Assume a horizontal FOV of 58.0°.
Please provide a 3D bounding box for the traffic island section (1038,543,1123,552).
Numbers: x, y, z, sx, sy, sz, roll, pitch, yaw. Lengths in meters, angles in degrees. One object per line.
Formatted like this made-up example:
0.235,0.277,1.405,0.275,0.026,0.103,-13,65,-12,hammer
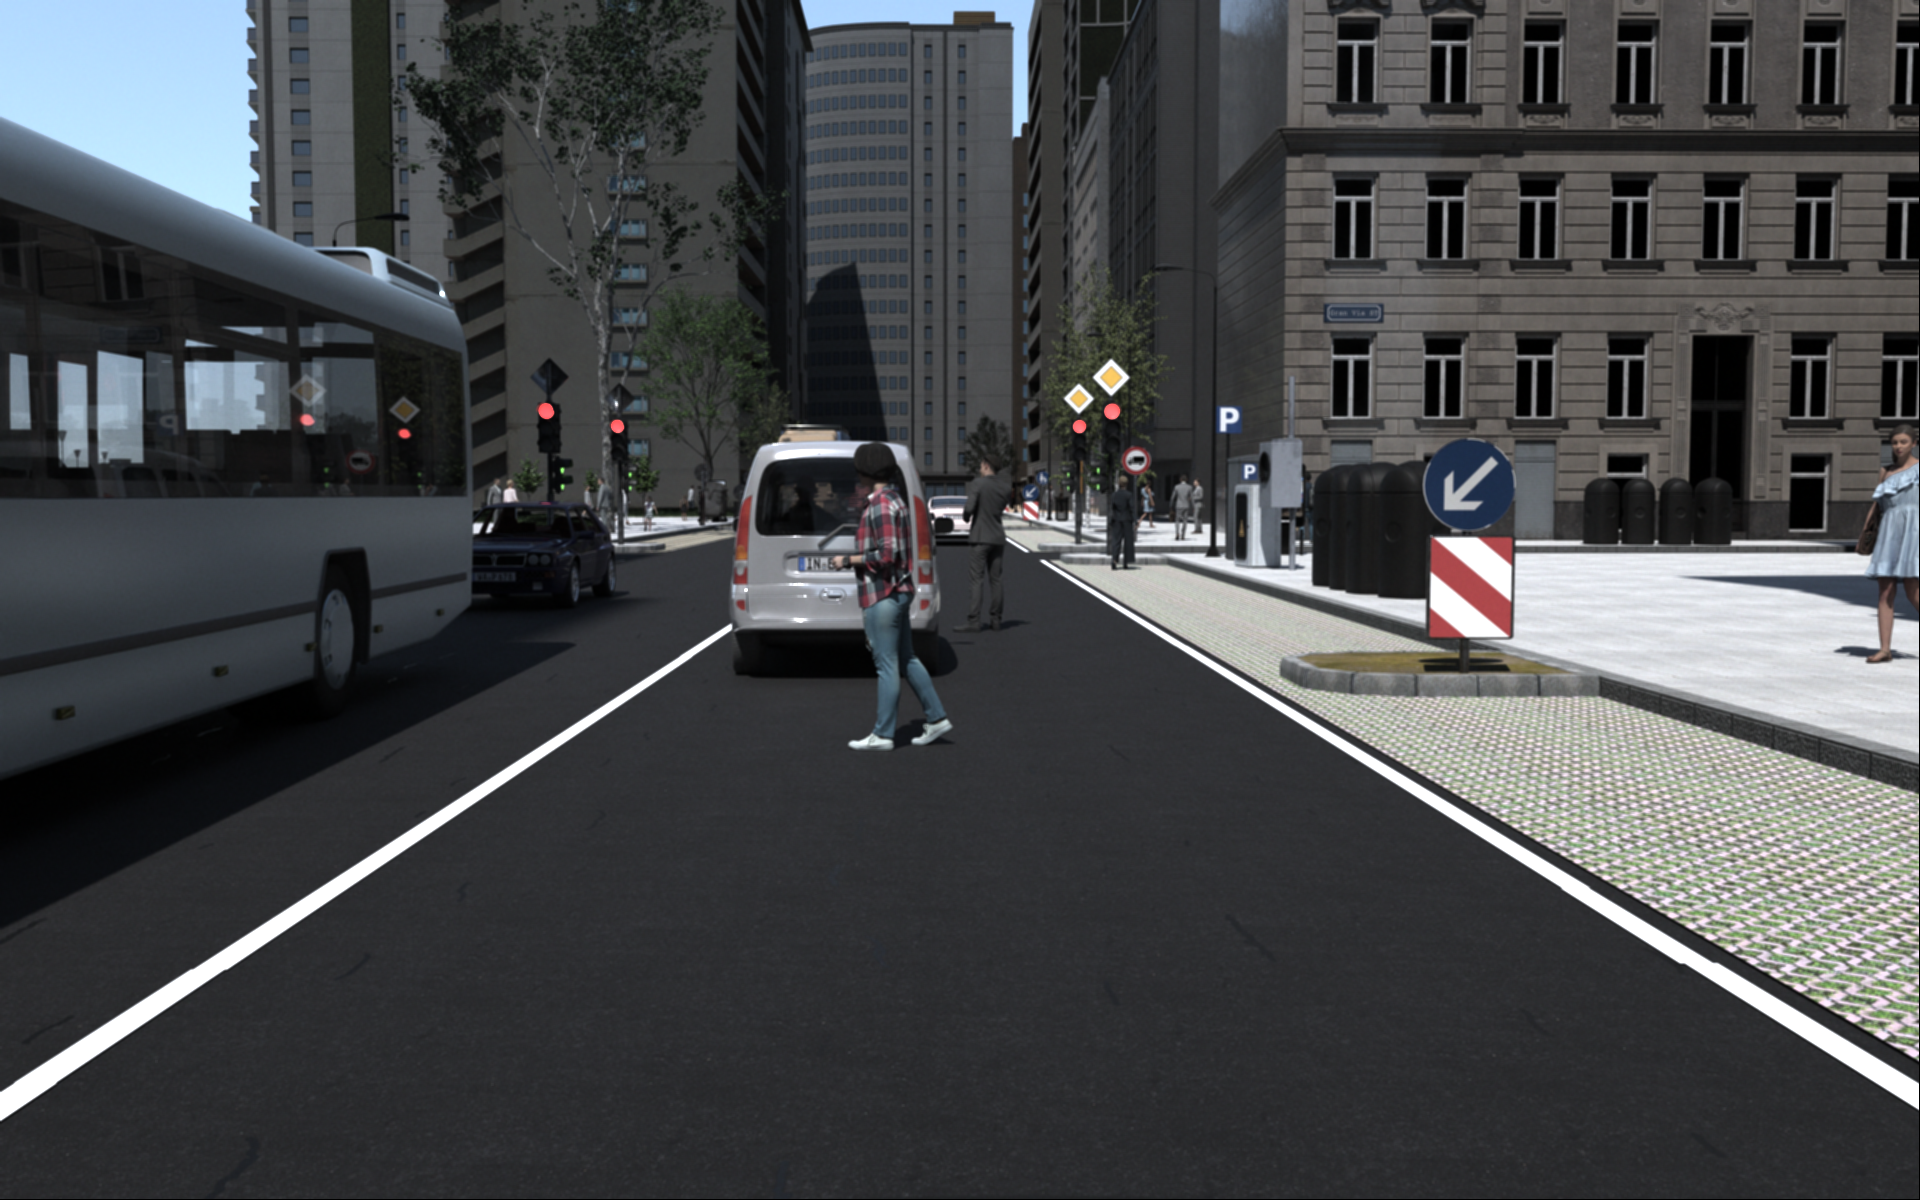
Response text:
3.028,-1.332,44.067,2.009,0.180,2.903,0,4,-1,traffic island section

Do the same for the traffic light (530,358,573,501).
-8.452,-2.866,35.778,0.839,4.253,0.868,0,4,-1,traffic light

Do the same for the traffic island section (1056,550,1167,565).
3.148,-0.844,36.083,2.009,0.180,2.903,0,4,-1,traffic island section

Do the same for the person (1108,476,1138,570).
3.070,-1.444,32.526,0.576,1.772,0.534,1,4,11,person

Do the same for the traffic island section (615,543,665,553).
-8.612,-1.322,43.897,2.009,0.180,2.903,0,4,-1,traffic island section

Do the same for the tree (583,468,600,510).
-24.734,-7.417,115.877,1.663,3.219,1.824,0,3,0,tree

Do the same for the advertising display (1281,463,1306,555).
6.781,-1.912,36.475,0.974,1.923,0.123,1,4,23,advertising display

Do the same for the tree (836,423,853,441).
-12.853,-14.003,179.303,4.360,8.622,3.978,0,3,0,tree

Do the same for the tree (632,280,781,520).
-12.366,-9.731,84.859,9.928,11.665,9.643,0,3,0,tree

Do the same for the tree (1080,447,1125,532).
5.190,-3.991,59.846,1.663,3.219,1.824,0,3,0,tree

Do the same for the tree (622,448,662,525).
-13.321,-4.811,73.269,1.663,3.219,1.824,0,3,0,tree

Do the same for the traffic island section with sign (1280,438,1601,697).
3.502,-0.273,13.086,1.989,1.847,2.006,0,4,-1,traffic island section with sign

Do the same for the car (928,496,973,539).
-0.237,-2.298,49.941,2.083,1.381,4.827,0,4,-2,car

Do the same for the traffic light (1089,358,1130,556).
3.108,-2.878,35.968,0.839,4.253,0.868,0,4,-1,traffic light

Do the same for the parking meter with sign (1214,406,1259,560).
5.466,-2.279,33.515,0.543,3.016,1.738,-1,4,-11,parking meter with sign

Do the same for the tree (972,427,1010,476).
3.503,-14.615,189.320,4.360,8.622,3.978,0,3,0,tree

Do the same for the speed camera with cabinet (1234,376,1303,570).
5.294,-2.172,29.841,0.660,3.252,2.038,0,4,-8,speed camera with cabinet

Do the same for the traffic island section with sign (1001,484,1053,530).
2.664,-3.686,68.897,1.989,1.847,2.006,0,4,-1,traffic island section with sign

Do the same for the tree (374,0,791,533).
-11.796,-12.173,54.914,12.611,20.169,13.585,0,3,0,tree

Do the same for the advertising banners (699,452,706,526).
-10.506,-4.565,70.833,0.090,3.025,2.074,0,4,-1,advertising banners

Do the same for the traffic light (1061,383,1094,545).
2.987,-3.366,43.952,0.839,4.253,0.868,0,4,-1,traffic light

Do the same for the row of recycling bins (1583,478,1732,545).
17.669,-2.247,43.848,3.534,1.692,1.069,0,4,8,row of recycling bins

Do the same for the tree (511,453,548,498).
-20.495,-5.346,82.015,1.663,3.219,1.824,0,3,0,tree

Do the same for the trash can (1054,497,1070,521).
4.828,-4.306,82.061,0.748,1.137,0.748,0,3,0,trash can

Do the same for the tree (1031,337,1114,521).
5.338,-7.969,80.654,4.360,8.622,3.978,0,3,0,tree

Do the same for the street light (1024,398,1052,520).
3.805,-6.823,84.098,1.470,5.913,1.316,0,4,-1,street light

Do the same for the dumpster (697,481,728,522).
-11.266,-4.468,78.812,1.264,1.857,1.865,0,4,-1,dumpster

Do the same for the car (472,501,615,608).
-5.710,-0.636,22.976,1.945,1.354,3.894,0,4,-1,car

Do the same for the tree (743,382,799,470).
-12.610,-10.005,113.947,4.737,8.622,4.395,0,3,0,tree

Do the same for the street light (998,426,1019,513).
3.311,-8.965,119.112,1.470,5.913,1.316,0,4,-1,street light

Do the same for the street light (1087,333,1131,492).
4.342,-4.735,49.965,1.470,5.913,1.316,0,4,-1,street light

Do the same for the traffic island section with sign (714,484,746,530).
-8.664,-3.684,68.864,1.989,1.847,2.006,0,4,-1,traffic island section with sign

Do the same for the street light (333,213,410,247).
-9.791,-3.439,28.764,1.470,5.913,1.316,0,4,-1,street light

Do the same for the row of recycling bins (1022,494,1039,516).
4.079,-5.656,99.581,1.069,1.692,3.534,0,4,2,row of recycling bins

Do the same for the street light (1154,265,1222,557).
4.634,-3.834,35.228,1.470,5.913,1.316,0,4,-1,street light

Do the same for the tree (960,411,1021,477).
3.484,-16.004,196.083,7.601,10.594,8.767,0,4,5,tree

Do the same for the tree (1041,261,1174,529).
4.826,-6.344,54.090,4.737,8.622,4.395,0,3,0,tree

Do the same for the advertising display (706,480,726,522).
-11.309,-4.583,80.140,0.974,1.923,0.123,-2,4,-26,advertising display

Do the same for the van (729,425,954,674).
-1.038,-0.499,15.165,2.013,2.044,4.112,0,4,-2,van

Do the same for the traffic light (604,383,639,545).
-8.572,-3.354,43.762,0.839,4.253,0.868,0,4,-1,traffic light

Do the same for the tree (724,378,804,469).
-12.327,-9.549,106.495,4.360,8.622,3.978,0,3,0,tree

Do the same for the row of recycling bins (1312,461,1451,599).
5.464,-0.959,22.792,1.069,1.692,3.534,0,4,-5,row of recycling bins
